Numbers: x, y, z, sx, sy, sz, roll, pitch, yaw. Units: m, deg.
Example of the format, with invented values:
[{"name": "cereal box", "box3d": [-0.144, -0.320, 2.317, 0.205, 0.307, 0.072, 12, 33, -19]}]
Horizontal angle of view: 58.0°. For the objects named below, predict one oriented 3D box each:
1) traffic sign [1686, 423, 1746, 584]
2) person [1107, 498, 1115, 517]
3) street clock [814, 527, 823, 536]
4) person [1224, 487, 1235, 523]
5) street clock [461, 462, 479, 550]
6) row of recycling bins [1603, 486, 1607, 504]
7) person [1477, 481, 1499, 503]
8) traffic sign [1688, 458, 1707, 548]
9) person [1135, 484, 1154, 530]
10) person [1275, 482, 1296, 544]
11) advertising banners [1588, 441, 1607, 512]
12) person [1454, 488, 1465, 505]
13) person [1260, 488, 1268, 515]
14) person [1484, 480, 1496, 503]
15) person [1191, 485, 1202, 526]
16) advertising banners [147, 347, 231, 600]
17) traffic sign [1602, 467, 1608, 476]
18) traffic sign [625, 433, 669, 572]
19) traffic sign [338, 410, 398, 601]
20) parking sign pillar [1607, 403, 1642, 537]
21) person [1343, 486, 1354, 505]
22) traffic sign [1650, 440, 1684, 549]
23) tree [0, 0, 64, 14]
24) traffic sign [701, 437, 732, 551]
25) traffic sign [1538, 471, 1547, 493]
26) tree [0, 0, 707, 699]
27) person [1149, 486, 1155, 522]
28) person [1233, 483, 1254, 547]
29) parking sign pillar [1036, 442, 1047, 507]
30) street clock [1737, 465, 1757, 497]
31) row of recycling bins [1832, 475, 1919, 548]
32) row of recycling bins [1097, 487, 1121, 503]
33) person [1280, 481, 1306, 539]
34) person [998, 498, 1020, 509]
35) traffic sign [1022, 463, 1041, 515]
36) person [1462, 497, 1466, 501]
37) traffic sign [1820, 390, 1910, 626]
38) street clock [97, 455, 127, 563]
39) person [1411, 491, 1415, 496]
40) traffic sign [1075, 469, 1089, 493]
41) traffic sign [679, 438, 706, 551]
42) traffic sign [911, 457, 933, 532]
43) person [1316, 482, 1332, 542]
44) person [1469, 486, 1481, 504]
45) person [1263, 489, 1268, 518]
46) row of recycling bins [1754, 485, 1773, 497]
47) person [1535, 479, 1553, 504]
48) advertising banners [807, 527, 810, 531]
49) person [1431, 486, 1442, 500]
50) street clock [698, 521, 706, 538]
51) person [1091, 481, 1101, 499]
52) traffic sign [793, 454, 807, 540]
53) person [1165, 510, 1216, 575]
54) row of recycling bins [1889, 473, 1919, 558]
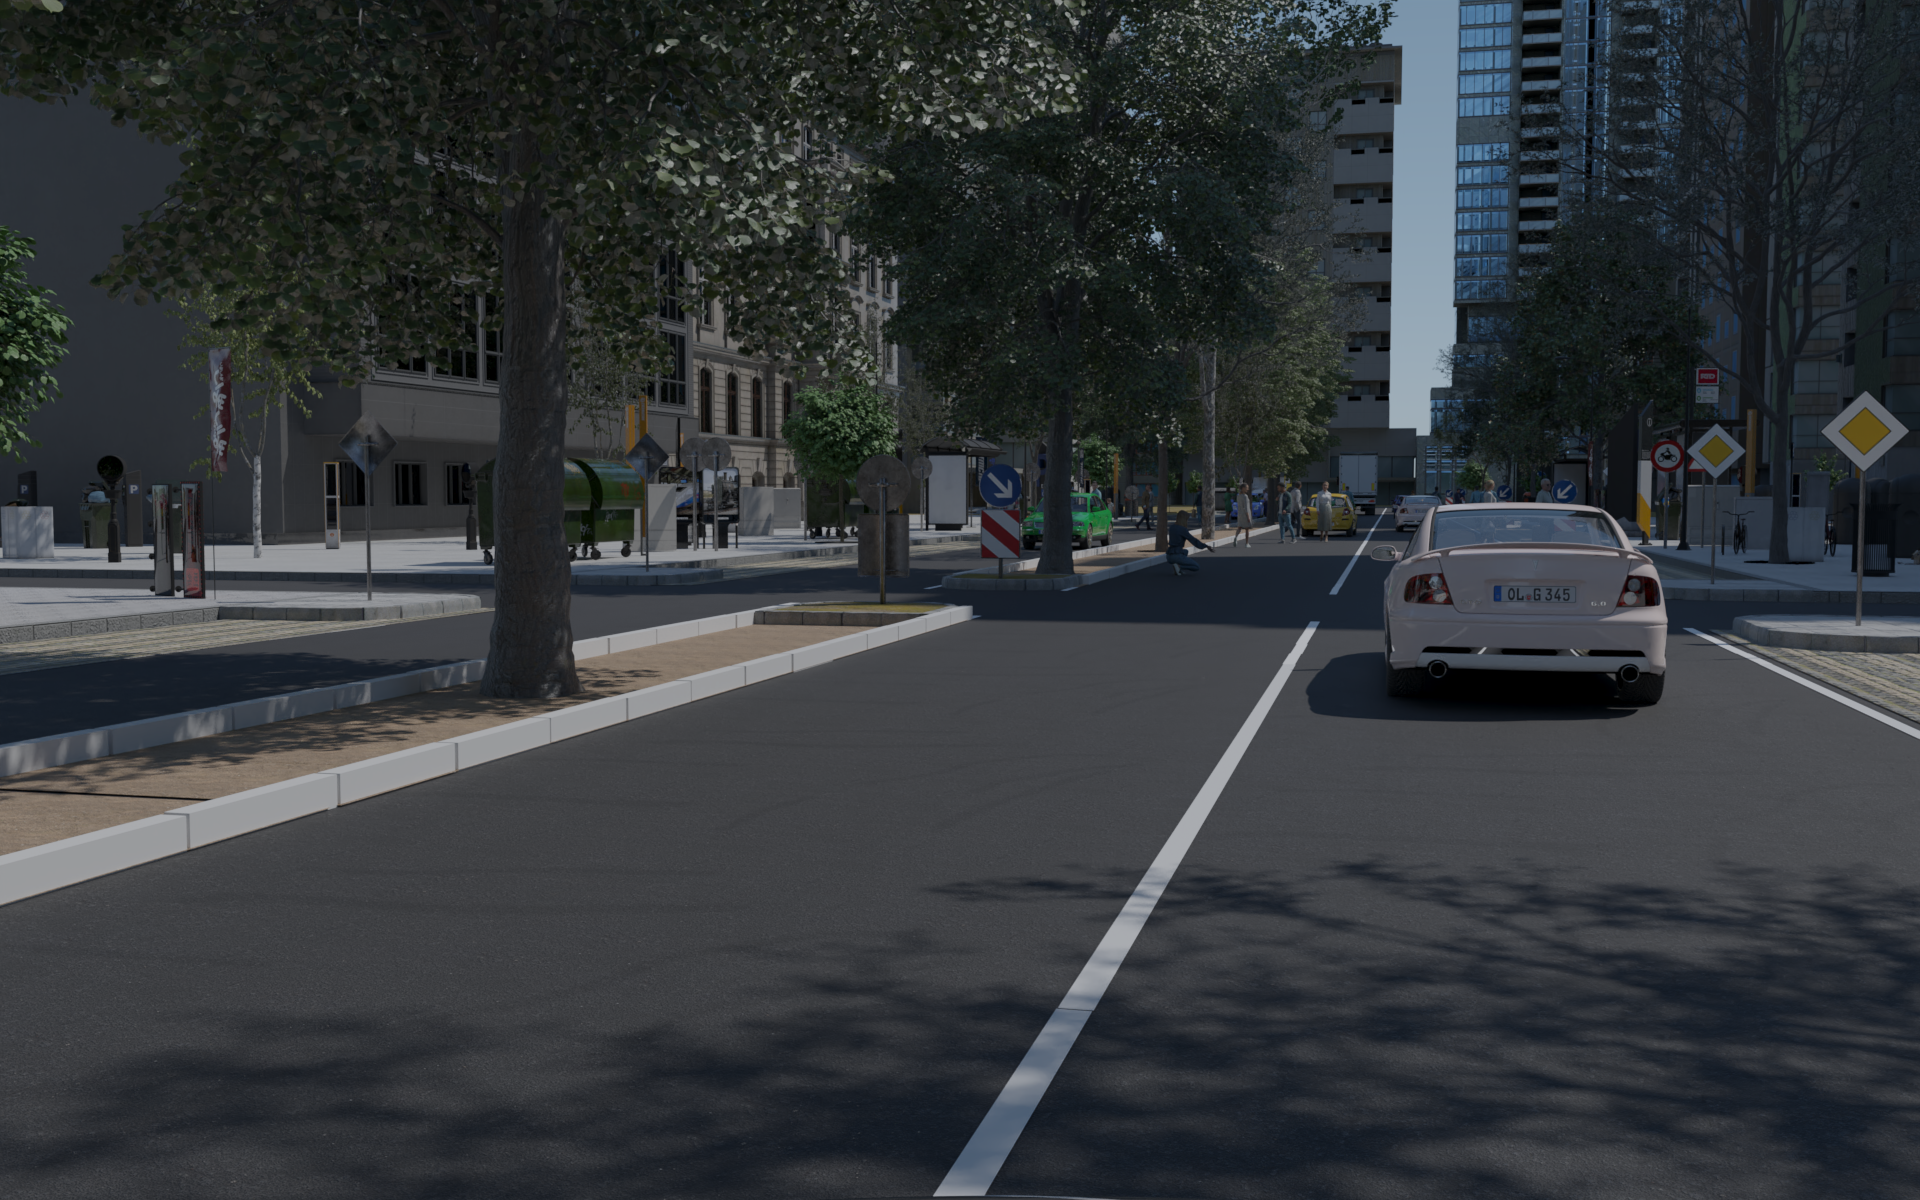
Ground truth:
[{"name": "traffic sign", "box3d": [10.689, -1.279, 24.548, 0.795, 2.450, 0.064, 1, 4, 14]}, {"name": "person", "box3d": [6.678, -3.890, 76.787, 0.352, 1.250, 0.332, 0, 4, 1]}, {"name": "street clock", "box3d": [-4.297, -2.933, 52.529, 0.358, 2.002, 0.471, -2, 4, -30]}, {"name": "person", "box3d": [13.184, -4.678, 85.237, 0.529, 1.795, 0.600, -3, 4, -36]}, {"name": "street clock", "box3d": [-11.216, -2.150, 39.722, 0.471, 2.002, 0.358, 3, 5, 44]}, {"name": "row of recycling bins", "box3d": [33.515, -5.036, 89.447, 1.069, 1.692, 3.534, -2, 4, -32]}, {"name": "person", "box3d": [14.411, -2.353, 47.308, 0.601, 1.785, 0.444, 2, 4, 24]}, {"name": "traffic sign", "box3d": [17.620, -2.510, 41.050, 0.884, 2.594, 0.081, 1, 4, 22]}, {"name": "person", "box3d": [7.400, -3.719, 69.209, 0.836, 1.842, 0.656, -1, 4, -15]}, {"name": "person", "box3d": [9.407, -2.532, 50.250, 0.721, 1.781, 0.623, -3, 5, -41]}, {"name": "advertising banners", "box3d": [20.640, -3.664, 56.090, 0.090, 3.025, 2.074, 0, 4, 4]}, {"name": "person", "box3d": [28.712, -5.529, 99.354, 0.683, 1.767, 0.568, -1, 4, -21]}, {"name": "person", "box3d": [20.599, -6.613, 116.614, 1.348, 1.826, 0.705, 1, 4, 12]}, {"name": "person", "box3d": [13.077, -2.083, 42.915, 0.624, 1.780, 0.694, 1, 4, 16]}, {"name": "person", "box3d": [10.801, -4.266, 78.227, 0.794, 1.824, 0.713, 0, 4, -6]}, {"name": "advertising banners", "box3d": [-9.449, -1.534, 21.261, 2.074, 3.025, 0.090, 3, 5, 39]}, {"name": "traffic sign", "box3d": [21.886, -3.469, 57.910, 0.795, 2.450, 0.064, 1, 4, 23]}, {"name": "traffic sign", "box3d": [-5.159, -1.522, 28.535, 0.795, 2.450, 0.064, 1, 4, 14]}, {"name": "traffic sign", "box3d": [-7.105, -1.049, 20.790, 0.795, 2.450, 0.064, 1, 4, 14]}, {"name": "parking sign pillar", "box3d": [20.025, -3.890, 52.076, 1.447, 3.967, 1.447, -1, 4, -12]}, {"name": "person", "box3d": [19.946, -4.948, 89.268, 0.638, 1.841, 0.748, 3, 5, 43]}, {"name": "traffic sign", "box3d": [16.554, -2.475, 40.577, 0.768, 2.556, 0.104, 1, 4, 22]}, {"name": "tree", "box3d": [-4.928, -5.074, 3.547, 7.486, 12.596, 7.792, 0, 3, 0]}, {"name": "traffic sign", "box3d": [-5.459, -2.362, 38.726, 0.768, 2.556, 0.104, 1, 4, 22]}, {"name": "traffic sign", "box3d": [32.041, -5.854, 95.820, 0.768, 2.556, 0.104, 1, 4, 22]}, {"name": "tree", "box3d": [-3.067, -6.297, 12.064, 9.857, 13.997, 8.962, 0, 3, 0]}, {"name": "person", "box3d": [8.875, -4.454, 81.527, 0.583, 1.804, 0.606, 1, 4, 11]}, {"name": "person", "box3d": [7.579, -2.268, 46.338, 0.466, 1.731, 0.760, 2, 4, 33]}, {"name": "parking sign pillar", "box3d": [4.199, -5.826, 83.726, 1.447, 3.967, 1.447, -3, 5, -45]}, {"name": "street clock", "box3d": [19.880, -2.400, 43.804, 0.358, 2.002, 0.471, -1, 4, -15]}, {"name": "row of recycling bins", "box3d": [23.899, -2.296, 44.654, 3.534, 1.692, 1.069, -2, 4, -28]}, {"name": "row of recycling bins", "box3d": [8.636, -5.763, 101.343, 1.069, 1.692, 3.534, 1, 4, 21]}, {"name": "person", "box3d": [10.589, -2.853, 55.000, 0.795, 1.843, 0.661, -1, 4, -10]}, {"name": "person", "box3d": [1.162, -1.977, 41.659, 0.563, 1.720, 0.643, -1, 4, -15]}, {"name": "traffic sign", "box3d": [2.894, -4.300, 70.417, 0.768, 2.556, 0.104, 1, 4, 19]}, {"name": "person", "box3d": [50.289, -9.903, 173.672, 1.065, 1.426, 0.557, -2, 4, -31]}, {"name": "traffic sign", "box3d": [8.744, -0.805, 16.802, 0.795, 2.450, 0.064, 1, 4, 14]}, {"name": "street clock", "box3d": [-15.816, -1.699, 32.349, 0.471, 2.002, 0.358, -1, 4, -10]}, {"name": "person", "box3d": [40.774, -8.997, 156.310, 1.217, 1.735, 0.721, -3, 5, -40]}, {"name": "traffic sign", "box3d": [6.100, -5.299, 86.746, 0.768, 2.556, 0.104, 1, 4, 20]}, {"name": "traffic sign", "box3d": [-5.986, -2.383, 39.073, 0.768, 2.556, 0.104, 1, 4, 16]}, {"name": "traffic sign", "box3d": [-1.309, -3.606, 59.066, 0.768, 2.556, 0.104, 1, 4, 16]}, {"name": "person", "box3d": [10.859, -2.628, 51.690, 0.478, 1.798, 0.641, 1, 4, 9]}, {"name": "person", "box3d": [23.683, -4.335, 79.392, 0.660, 1.820, 0.620, -1, 4, -15]}, {"name": "person", "box3d": [18.440, -5.831, 104.779, 0.436, 1.711, 0.756, 2, 4, 32]}, {"name": "row of recycling bins", "box3d": [36.033, -4.293, 77.311, 1.069, 1.692, 3.534, 2, 4, 31]}, {"name": "person", "box3d": [12.696, -1.762, 37.802, 0.515, 1.767, 0.782, 3, 4, 39]}, {"name": "advertising banners", "box3d": [-5.277, -3.969, 61.074, 0.090, 3.025, 2.074, 0, 4, 2]}, {"name": "person", "box3d": [23.790, -4.782, 86.677, 0.713, 1.824, 0.794, -2, 4, -25]}, {"name": "street clock", "box3d": [-7.581, -2.828, 50.808, 0.471, 2.002, 0.358, 3, 5, 42]}, {"name": "person", "box3d": [4.294, -2.812, 54.338, 0.748, 1.841, 0.638, 0, 4, -8]}, {"name": "traffic sign", "box3d": [-4.277, -2.921, 47.857, 0.768, 2.556, 0.104, 2, 4, 23]}, {"name": "person", "box3d": [3.956, -1.032, 30.870, 0.738, 1.151, 1.012, -2, 4, -30]}, {"name": "row of recycling bins", "box3d": [20.273, -1.730, 35.403, 3.534, 1.692, 1.069, -2, 4, -27]}]
